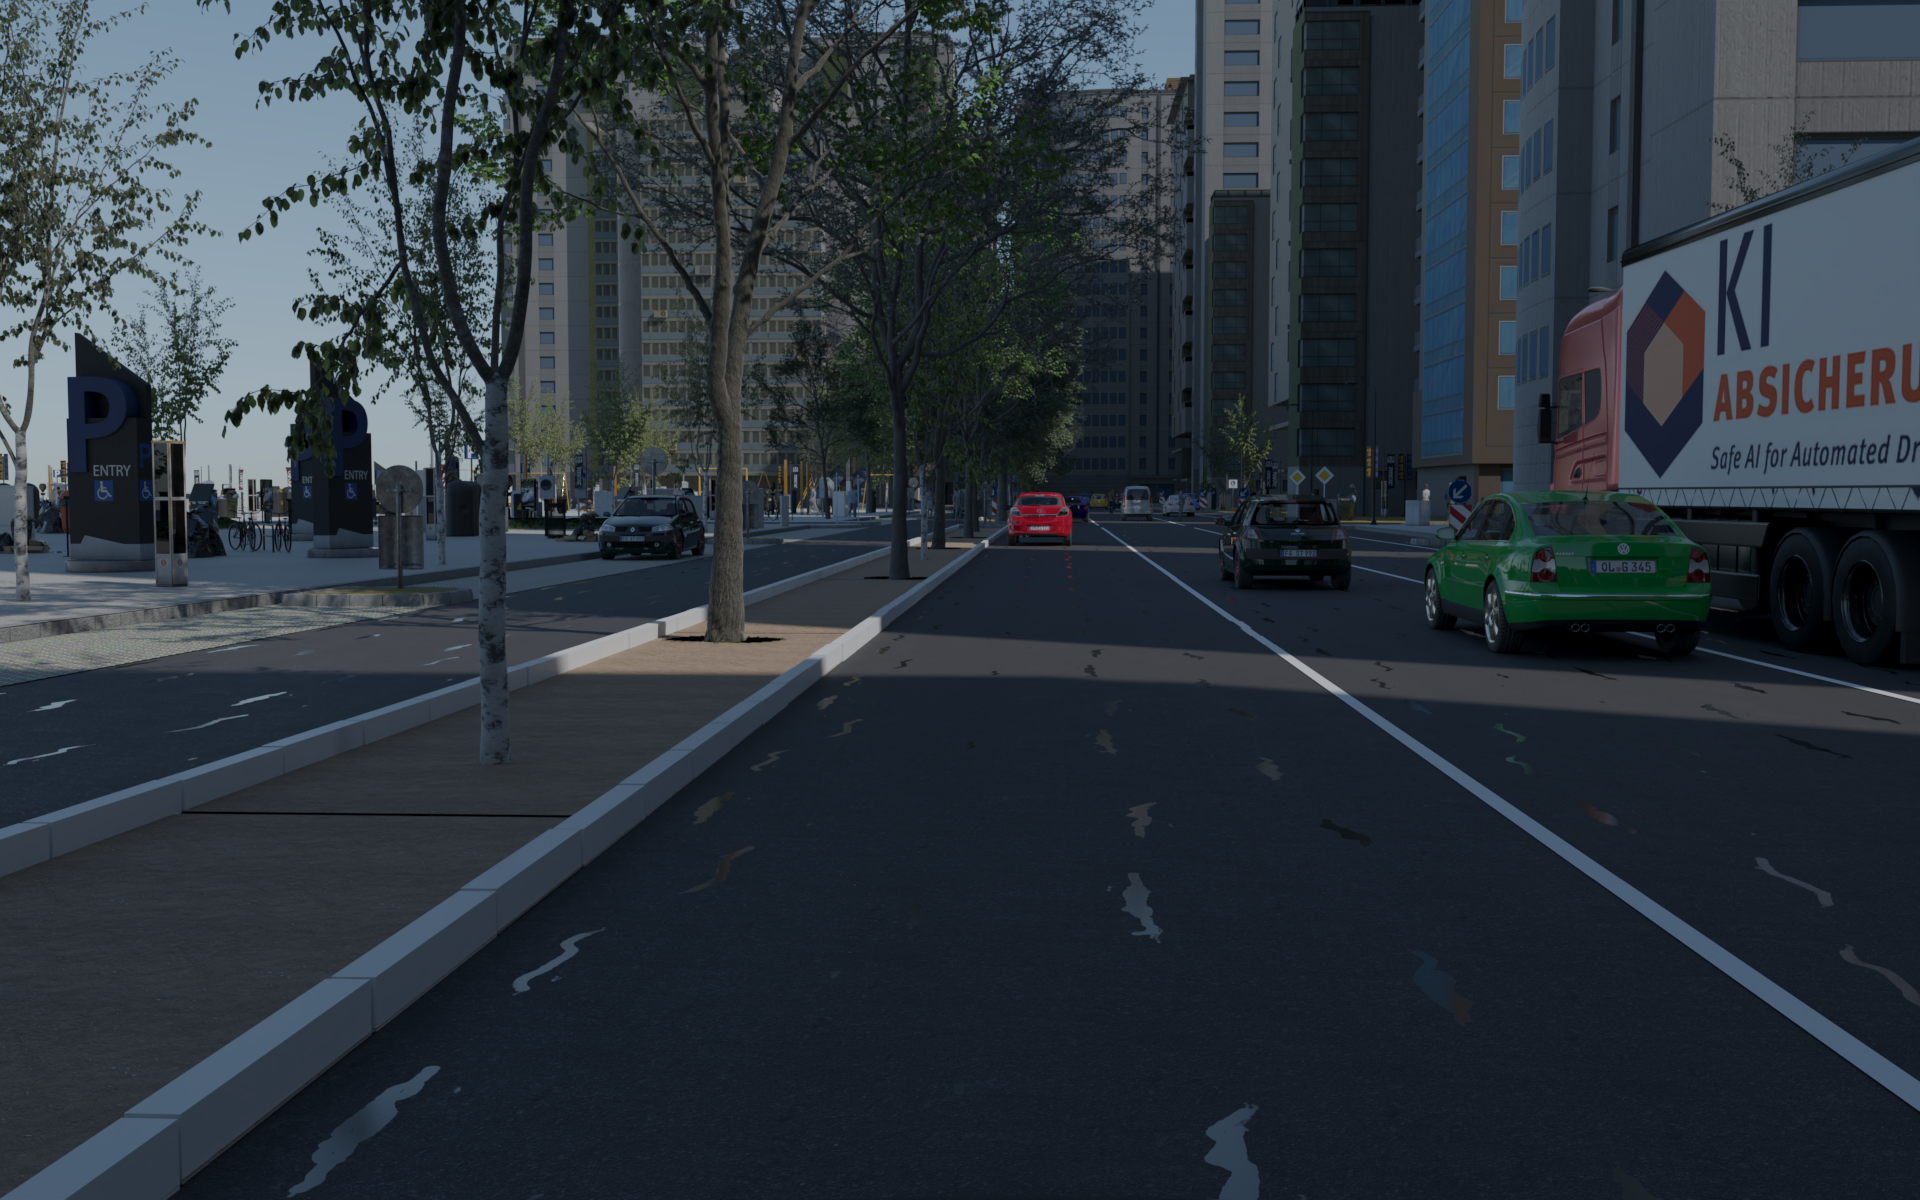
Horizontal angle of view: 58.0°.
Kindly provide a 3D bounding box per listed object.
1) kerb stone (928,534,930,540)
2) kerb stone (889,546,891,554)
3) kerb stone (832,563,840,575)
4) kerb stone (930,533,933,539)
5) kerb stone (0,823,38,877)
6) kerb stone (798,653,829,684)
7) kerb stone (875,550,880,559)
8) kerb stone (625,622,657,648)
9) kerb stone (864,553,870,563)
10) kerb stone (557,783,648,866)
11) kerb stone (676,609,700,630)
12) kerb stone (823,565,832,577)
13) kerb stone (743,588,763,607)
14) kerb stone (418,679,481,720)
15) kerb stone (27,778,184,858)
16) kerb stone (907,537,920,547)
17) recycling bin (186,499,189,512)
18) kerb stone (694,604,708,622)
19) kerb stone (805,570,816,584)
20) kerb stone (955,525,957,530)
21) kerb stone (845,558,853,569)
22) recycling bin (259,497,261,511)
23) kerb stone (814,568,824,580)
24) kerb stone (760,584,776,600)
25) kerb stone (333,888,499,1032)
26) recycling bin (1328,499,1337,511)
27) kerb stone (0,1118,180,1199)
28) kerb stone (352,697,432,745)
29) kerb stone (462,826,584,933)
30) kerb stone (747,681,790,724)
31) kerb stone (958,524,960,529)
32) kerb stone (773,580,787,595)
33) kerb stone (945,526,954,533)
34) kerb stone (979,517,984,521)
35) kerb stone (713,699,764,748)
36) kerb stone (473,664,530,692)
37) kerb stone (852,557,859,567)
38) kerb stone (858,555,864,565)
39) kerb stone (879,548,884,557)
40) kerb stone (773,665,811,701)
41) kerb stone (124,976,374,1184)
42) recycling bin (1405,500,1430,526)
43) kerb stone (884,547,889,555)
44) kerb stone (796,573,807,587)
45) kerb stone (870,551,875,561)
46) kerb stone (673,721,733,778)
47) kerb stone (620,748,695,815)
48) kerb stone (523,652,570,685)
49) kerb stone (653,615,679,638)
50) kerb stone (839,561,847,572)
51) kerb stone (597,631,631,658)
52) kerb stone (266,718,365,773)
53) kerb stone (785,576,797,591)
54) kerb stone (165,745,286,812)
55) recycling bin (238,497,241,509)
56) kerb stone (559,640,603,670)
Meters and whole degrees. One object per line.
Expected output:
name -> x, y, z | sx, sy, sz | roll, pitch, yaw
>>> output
kerb stone -> -1.091, -1.895, 53.301 | 0.120, 0.150, 1.000 | 0, 4, 3
kerb stone -> -1.750, -1.150, 41.006 | 0.120, 0.150, 1.000 | 0, 4, 3
kerb stone -> -2.307, -0.525, 30.786 | 0.120, 0.150, 1.000 | 0, 4, 3
kerb stone -> -0.926, -2.090, 56.372 | 0.120, 0.150, 1.000 | 0, 4, 3
kerb stone -> -3.634, 0.975, 6.250 | 0.120, 0.150, 1.000 | 0, 4, 3
kerb stone -> -1.153, 0.549, 13.296 | 0.120, 0.150, 1.000 | 0, 4, 3
kerb stone -> -1.922, -0.963, 37.945 | 0.120, 0.150, 1.000 | 0, 4, 3
kerb stone -> -3.077, 0.350, 16.470 | 0.120, 0.150, 1.000 | 0, 4, 3
kerb stone -> -2.033, -0.834, 35.902 | 0.120, 0.150, 1.000 | 0, 4, 3
kerb stone -> -1.478, 0.923, 7.155 | 0.120, 0.150, 1.000 | 0, 4, 3
kerb stone -> -2.969, 0.228, 18.516 | 0.120, 0.150, 1.000 | 0, 4, 3
kerb stone -> -2.363, -0.463, 29.764 | 0.120, 0.150, 1.000 | 0, 4, 3
kerb stone -> -2.743, -0.025, 22.610 | 0.120, 0.150, 1.000 | 0, 4, 3
kerb stone -> -3.353, 0.663, 11.356 | 0.120, 0.150, 1.000 | 0, 4, 3
kerb stone -> -3.579, 0.913, 7.270 | 0.120, 0.150, 1.000 | 0, 4, 3
kerb stone -> -1.320, -1.651, 49.191 | 0.120, 0.150, 1.000 | 0, 4, 3
recycling bin -> -41.070, -4.812, 91.232 | 0.722, 1.027, 0.722 | -2, 4, -34
kerb stone -> -2.919, 0.162, 19.542 | 0.120, 0.150, 1.000 | 0, 4, 3
kerb stone -> -2.474, -0.338, 27.723 | 0.120, 0.150, 1.000 | 0, 4, 3
kerb stone -> -0.320, -2.778, 67.608 | 0.120, 0.150, 1.000 | 0, 4, 3
kerb stone -> -2.189, -0.650, 32.829 | 0.120, 0.150, 1.000 | 0, 4, 3
recycling bin -> -52.033, -7.161, 129.641 | 0.722, 1.027, 0.722 | -2, 4, -31
kerb stone -> -2.421, -0.400, 28.743 | 0.120, 0.150, 1.000 | 0, 4, 3
kerb stone -> -2.693, -0.088, 23.636 | 0.120, 0.150, 1.000 | 0, 4, 3
kerb stone -> -1.588, 1.047, 5.112 | 0.120, 0.150, 1.000 | 0, 4, 3
recycling bin -> 18.602, -4.592, 87.631 | 0.722, 1.027, 0.722 | -1, 4, -15
kerb stone -> -1.695, 1.172, 3.071 | 0.120, 0.150, 1.000 | 0, 4, 3
kerb stone -> -3.407, 0.725, 10.336 | 0.120, 0.150, 1.000 | 0, 4, 3
kerb stone -> -1.538, 0.982, 6.134 | 0.120, 0.150, 1.000 | 0, 4, 3
kerb stone -> -1.257, 0.670, 11.245 | 0.120, 0.150, 1.000 | 0, 4, 3
kerb stone -> -0.208, -2.903, 69.656 | 0.120, 0.150, 1.000 | 0, 4, 3
kerb stone -> -2.636, -0.151, 24.661 | 0.120, 0.150, 1.000 | 0, 4, 3
kerb stone -> -0.423, -2.652, 65.567 | 0.120, 0.150, 1.000 | 0, 4, 3
kerb stone -> 1.314, -4.629, 97.901 | 0.120, 0.150, 1.000 | 0, 4, 3
kerb stone -> -1.317, 0.732, 10.222 | 0.120, 0.150, 1.000 | 0, 4, 3
kerb stone -> -3.306, 0.601, 12.377 | 0.120, 0.150, 1.000 | 0, 4, 3
kerb stone -> -2.147, -0.713, 33.856 | 0.120, 0.150, 1.000 | 0, 4, 3
kerb stone -> -2.091, -0.776, 34.876 | 0.120, 0.150, 1.000 | 0, 4, 3
kerb stone -> -1.867, -1.026, 38.965 | 0.120, 0.150, 1.000 | 0, 4, 3
kerb stone -> -1.208, 0.607, 12.275 | 0.120, 0.150, 1.000 | 0, 4, 3
kerb stone -> -1.647, 1.109, 4.092 | 0.120, 0.150, 1.000 | 0, 4, 3
recycling bin -> 18.549, -3.524, 70.164 | 0.722, 1.027, 0.722 | -3, 4, -38
kerb stone -> -1.815, -1.088, 39.986 | 0.120, 0.150, 1.000 | 0, 4, 3
kerb stone -> -2.530, -0.276, 26.703 | 0.120, 0.150, 1.000 | 0, 4, 3
kerb stone -> -1.971, -0.900, 36.921 | 0.120, 0.150, 1.000 | 0, 4, 3
kerb stone -> -1.370, 0.795, 9.201 | 0.120, 0.150, 1.000 | 0, 4, 3
kerb stone -> -1.426, 0.858, 8.181 | 0.120, 0.150, 1.000 | 0, 4, 3
kerb stone -> -3.239, 0.539, 13.399 | 0.120, 0.150, 1.000 | 0, 4, 3
kerb stone -> -3.028, 0.289, 17.496 | 0.120, 0.150, 1.000 | 0, 4, 3
kerb stone -> -2.248, -0.587, 31.807 | 0.120, 0.150, 1.000 | 0, 4, 3
kerb stone -> -3.137, 0.414, 15.443 | 0.120, 0.150, 1.000 | 0, 4, 3
kerb stone -> -3.471, 0.788, 9.316 | 0.120, 0.150, 1.000 | 0, 4, 3
kerb stone -> -2.584, -0.213, 25.682 | 0.120, 0.150, 1.000 | 0, 4, 3
kerb stone -> -3.522, 0.853, 8.295 | 0.120, 0.150, 1.000 | 0, 4, 3
recycling bin -> -63.811, -8.579, 152.825 | 0.722, 1.027, 0.722 | -1, 4, -20
kerb stone -> -3.188, 0.475, 14.422 | 0.120, 0.150, 1.000 | 0, 4, 3
